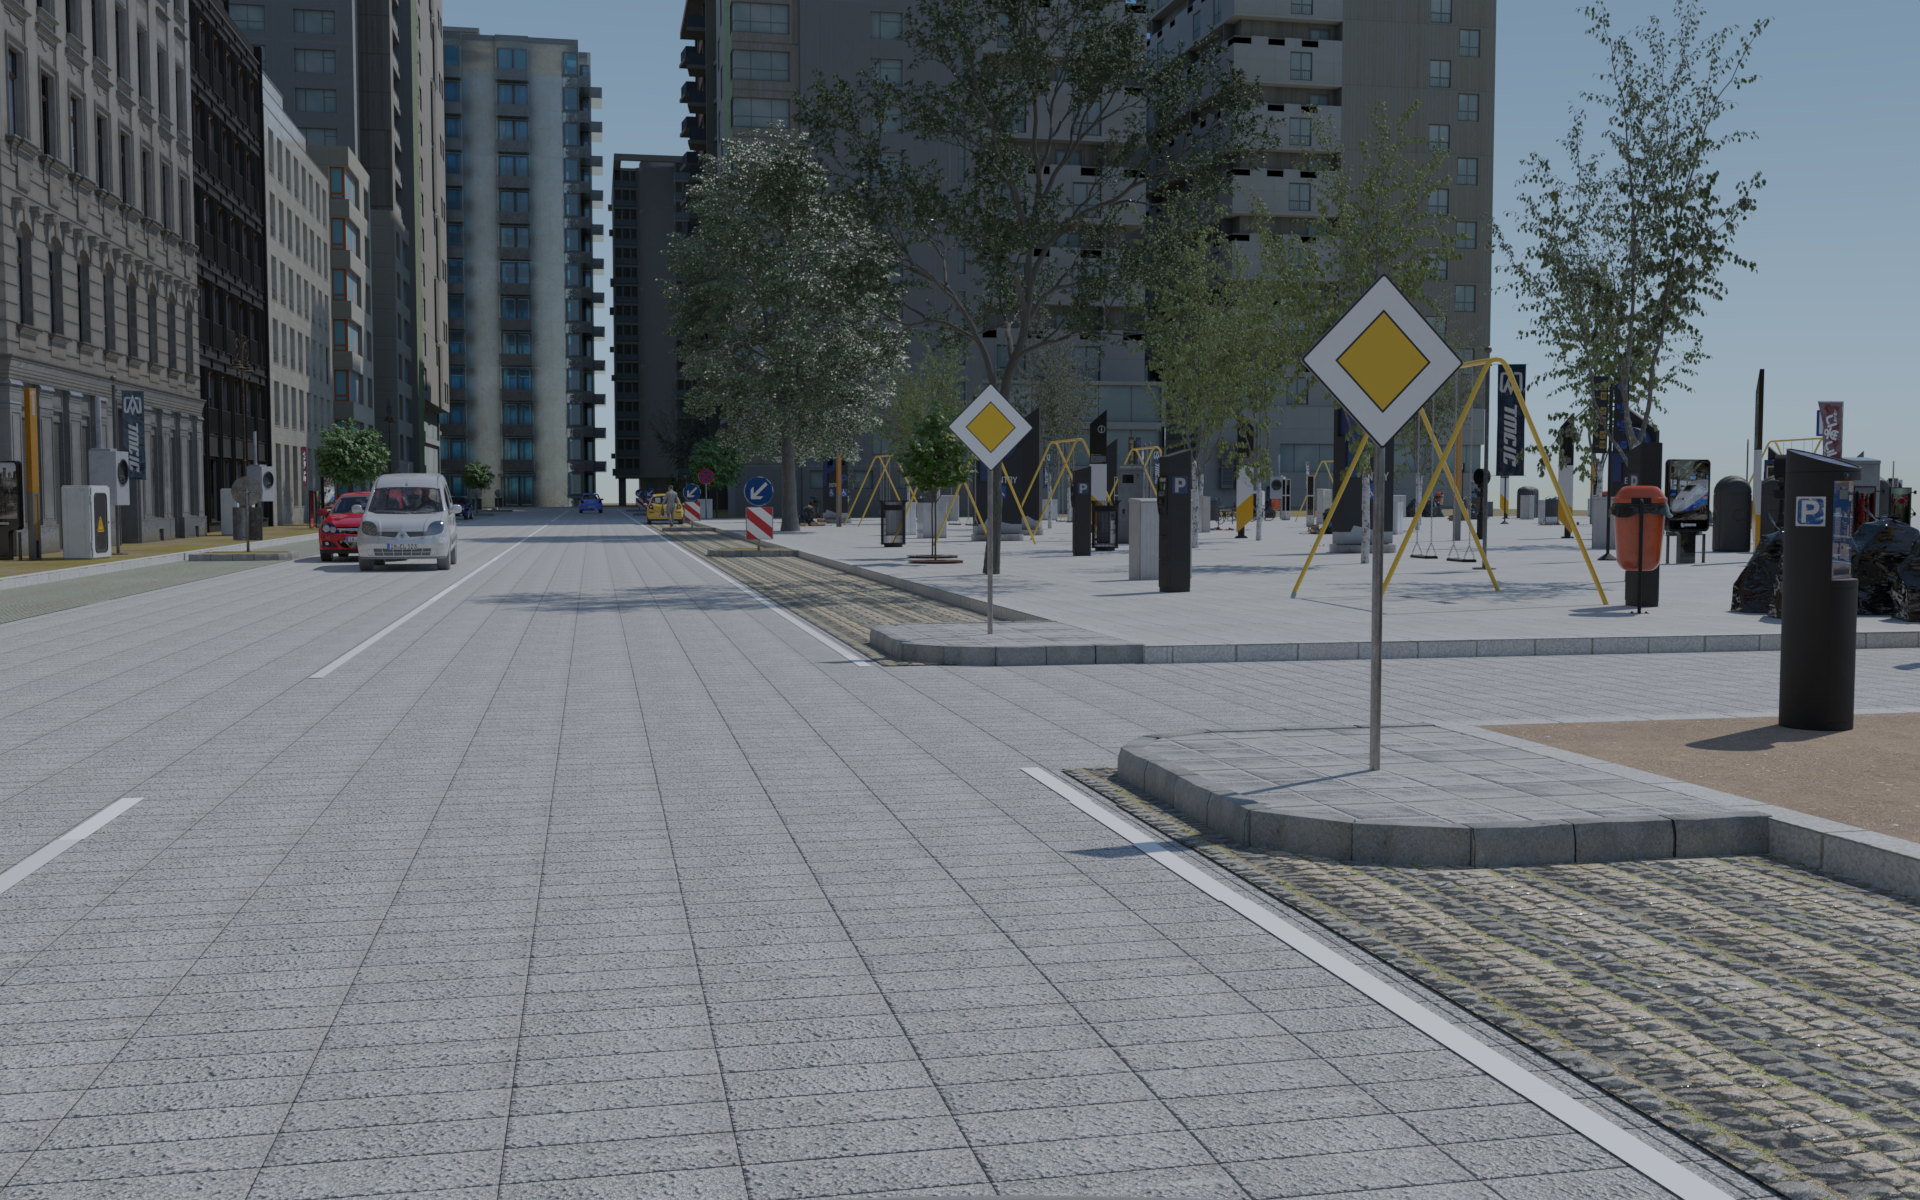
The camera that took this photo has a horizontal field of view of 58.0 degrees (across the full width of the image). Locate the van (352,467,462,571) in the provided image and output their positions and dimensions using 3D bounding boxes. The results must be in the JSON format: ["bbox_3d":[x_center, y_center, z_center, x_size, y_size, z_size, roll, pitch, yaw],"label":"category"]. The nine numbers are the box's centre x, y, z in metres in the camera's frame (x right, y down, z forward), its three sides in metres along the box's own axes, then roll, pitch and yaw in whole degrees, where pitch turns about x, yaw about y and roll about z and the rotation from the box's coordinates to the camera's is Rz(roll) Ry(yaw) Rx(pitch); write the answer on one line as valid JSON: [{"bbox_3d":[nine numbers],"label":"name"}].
[{"bbox_3d":[-10.745,-1.638,33.795,2.013,2.044,4.112,-1,4,-14],"label":"van"}]

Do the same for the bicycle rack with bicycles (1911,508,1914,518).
[{"bbox_3d":[48.163,-4.705,90.313,2.925,0.926,2.852,3,5,44],"label":"bicycle rack with bicycles"}]

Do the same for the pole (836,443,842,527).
[{"bbox_3d":[-4.719,-4.498,67.389,0.158,3.312,0.155,0,3,0],"label":"pole"}]

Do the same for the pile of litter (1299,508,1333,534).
[{"bbox_3d":[11.673,-2.543,55.543,1.719,0.858,1.176,0,4,-5],"label":"pile of litter"}]

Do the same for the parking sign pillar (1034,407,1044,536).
[{"bbox_3d":[1.892,-4.011,54.054,1.447,3.967,1.447,1,4,16],"label":"parking sign pillar"}]

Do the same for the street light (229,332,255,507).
[{"bbox_3d":[-20.458,-4.690,49.468,0.468,5.910,1.993,-1,4,-12],"label":"street light"}]

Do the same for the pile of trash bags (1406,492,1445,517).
[{"bbox_3d":[26.138,-5.309,96.555,1.912,1.369,3.447,3,4,37],"label":"pile of trash bags"}]

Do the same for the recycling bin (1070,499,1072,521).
[{"bbox_3d":[5.617,-4.254,82.113,0.722,1.027,0.722,1,4,19],"label":"recycling bin"}]

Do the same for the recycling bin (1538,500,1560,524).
[{"bbox_3d":[25.752,-3.863,75.721,0.722,1.027,0.722,0,4,-2],"label":"recycling bin"}]

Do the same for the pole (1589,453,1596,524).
[{"bbox_3d":[26.805,-4.862,73.343,0.158,3.312,0.155,0,3,0],"label":"pole"}]

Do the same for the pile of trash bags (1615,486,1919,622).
[{"bbox_3d":[8.716,-0.528,18.391,3.447,1.369,1.912,1,4,17],"label":"pile of trash bags"}]

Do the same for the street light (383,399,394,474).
[{"bbox_3d":[-27.844,-6.839,84.600,0.468,5.910,1.993,-1,4,-12],"label":"street light"}]

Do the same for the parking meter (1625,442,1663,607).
[{"bbox_3d":[7.814,-0.862,19.807,0.255,1.863,0.399,0,4,-4],"label":"parking meter"}]

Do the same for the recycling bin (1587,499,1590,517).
[{"bbox_3d":[35.831,-5.211,97.746,0.722,1.027,0.722,1,4,14],"label":"recycling bin"}]

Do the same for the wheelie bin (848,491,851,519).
[{"bbox_3d":[-5.294,-4.275,77.810,0.980,1.594,0.693,2,4,32],"label":"wheelie bin"}]

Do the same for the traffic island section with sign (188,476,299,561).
[{"bbox_3d":[-15.543,-1.778,37.701,1.989,1.847,2.006,-1,4,-12],"label":"traffic island section with sign"}]

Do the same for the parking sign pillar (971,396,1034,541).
[{"bbox_3d":[1.027,-3.617,47.602,1.447,3.967,1.447,-1,4,-17],"label":"parking sign pillar"}]

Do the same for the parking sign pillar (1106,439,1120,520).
[{"bbox_3d":[7.176,-5.886,84.705,1.447,3.967,1.447,2,4,32],"label":"parking sign pillar"}]

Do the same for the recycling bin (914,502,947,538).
[{"bbox_3d":[-0.820,-2.320,50.486,0.722,1.027,0.722,-1,4,-18],"label":"recycling bin"}]

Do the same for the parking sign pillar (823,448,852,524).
[{"bbox_3d":[-5.462,-5.341,75.802,1.447,3.967,1.447,-3,5,-40],"label":"parking sign pillar"}]

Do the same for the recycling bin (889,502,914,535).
[{"bbox_3d":[-1.845,-2.539,54.066,0.722,1.027,0.722,2,4,32],"label":"recycling bin"}]

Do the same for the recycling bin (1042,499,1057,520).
[{"bbox_3d":[4.297,-4.417,84.771,0.722,1.027,0.722,-2,4,-27],"label":"recycling bin"}]

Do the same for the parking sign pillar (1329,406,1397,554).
[{"bbox_3d":[8.841,-3.025,37.923,1.447,3.967,1.447,-1,4,-21],"label":"parking sign pillar"}]

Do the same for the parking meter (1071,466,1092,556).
[{"bbox_3d":[2.507,-1.845,35.883,0.399,1.863,0.255,0,4,-8],"label":"parking meter"}]

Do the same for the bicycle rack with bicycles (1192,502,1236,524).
[{"bbox_3d":[10.112,-3.680,73.547,2.925,0.926,2.852,-3,5,-40],"label":"bicycle rack with bicycles"}]

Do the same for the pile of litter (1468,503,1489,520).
[{"bbox_3d":[26.050,-4.481,87.224,1.176,0.858,1.719,1,4,19],"label":"pile of litter"}]

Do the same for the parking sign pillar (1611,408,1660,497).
[{"bbox_3d":[19.416,-3.754,49.850,1.447,3.967,1.447,-2,4,-34],"label":"parking sign pillar"}]

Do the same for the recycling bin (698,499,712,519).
[{"bbox_3d":[-12.995,-4.629,88.238,0.722,1.027,0.722,-1,4,-10],"label":"recycling bin"}]

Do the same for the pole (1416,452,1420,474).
[{"bbox_3d":[22.364,-5.550,84.589,0.158,3.312,0.155,0,3,0],"label":"pole"}]

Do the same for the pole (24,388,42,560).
[{"bbox_3d":[-17.925,-2.424,33.472,0.158,3.312,0.155,0,3,0],"label":"pole"}]

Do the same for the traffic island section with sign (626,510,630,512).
[{"bbox_3d":[-26.472,-8.176,142.299,1.989,1.847,2.006,-1,4,-12],"label":"traffic island section with sign"}]

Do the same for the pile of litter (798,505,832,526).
[{"bbox_3d":[-5.860,-3.377,69.177,1.719,0.858,1.176,-2,4,-25],"label":"pile of litter"}]

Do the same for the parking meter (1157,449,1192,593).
[{"bbox_3d":[2.800,-1.036,22.653,0.399,1.863,0.255,-1,4,-21],"label":"parking meter"}]

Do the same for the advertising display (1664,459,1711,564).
[{"bbox_3d":[13.443,-1.640,32.030,0.974,1.923,0.123,-1,4,-21],"label":"advertising display"}]

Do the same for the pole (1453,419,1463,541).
[{"bbox_3d":[13.634,-3.279,47.452,0.158,3.312,0.155,0,3,0],"label":"pole"}]

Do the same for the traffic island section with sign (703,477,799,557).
[{"bbox_3d":[-4.826,-1.922,40.057,1.989,1.847,2.006,-1,4,-12],"label":"traffic island section with sign"}]

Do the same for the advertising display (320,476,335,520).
[{"bbox_3d":[-22.859,-3.514,62.665,0.123,1.923,0.974,0,4,3],"label":"advertising display"}]

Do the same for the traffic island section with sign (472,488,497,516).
[{"bbox_3d":[-31.514,-6.395,113.192,1.989,1.847,2.006,-1,4,-12],"label":"traffic island section with sign"}]

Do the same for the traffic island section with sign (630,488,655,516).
[{"bbox_3d":[-20.832,-6.545,115.646,1.989,1.847,2.006,-1,4,-12],"label":"traffic island section with sign"}]

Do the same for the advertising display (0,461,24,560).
[{"bbox_3d":[-18.574,-1.738,33.626,0.974,1.923,0.123,1,4,23],"label":"advertising display"}]

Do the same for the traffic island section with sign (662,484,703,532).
[{"bbox_3d":[-10.466,-3.552,66.699,1.989,1.847,2.006,-1,4,-12],"label":"traffic island section with sign"}]

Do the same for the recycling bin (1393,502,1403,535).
[{"bbox_3d":[13.646,-2.600,55.071,0.722,1.027,0.722,2,4,30],"label":"recycling bin"}]

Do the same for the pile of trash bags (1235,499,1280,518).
[{"bbox_3d":[16.126,-5.043,92.213,1.912,1.369,3.447,-1,4,-20],"label":"pile of trash bags"}]

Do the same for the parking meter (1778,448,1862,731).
[{"bbox_3d":[4.717,-0.067,9.502,0.372,1.533,0.369,0,3,0],"label":"parking meter"}]

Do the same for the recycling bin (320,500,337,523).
[{"bbox_3d":[-27.345,-3.836,75.272,0.722,1.027,0.722,-2,4,-35],"label":"recycling bin"}]

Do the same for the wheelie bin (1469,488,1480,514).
[{"bbox_3d":[27.767,-5.218,93.228,0.693,1.594,0.980,0,4,3],"label":"wheelie bin"}]

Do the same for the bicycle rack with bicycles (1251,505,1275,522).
[{"bbox_3d":[13.238,-4.162,81.427,2.925,0.926,2.852,1,4,16],"label":"bicycle rack with bicycles"}]

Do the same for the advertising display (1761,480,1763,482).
[{"bbox_3d":[37.638,-4.625,80.825,0.974,1.923,0.123,-2,4,-30],"label":"advertising display"}]

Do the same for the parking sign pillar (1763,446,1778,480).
[{"bbox_3d":[45.822,-6.662,97.391,1.447,3.967,1.447,-1,4,-19],"label":"parking sign pillar"}]

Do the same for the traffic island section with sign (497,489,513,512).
[{"bbox_3d":[-37.123,-8.014,139.650,1.989,1.847,2.006,-1,4,-12],"label":"traffic island section with sign"}]
